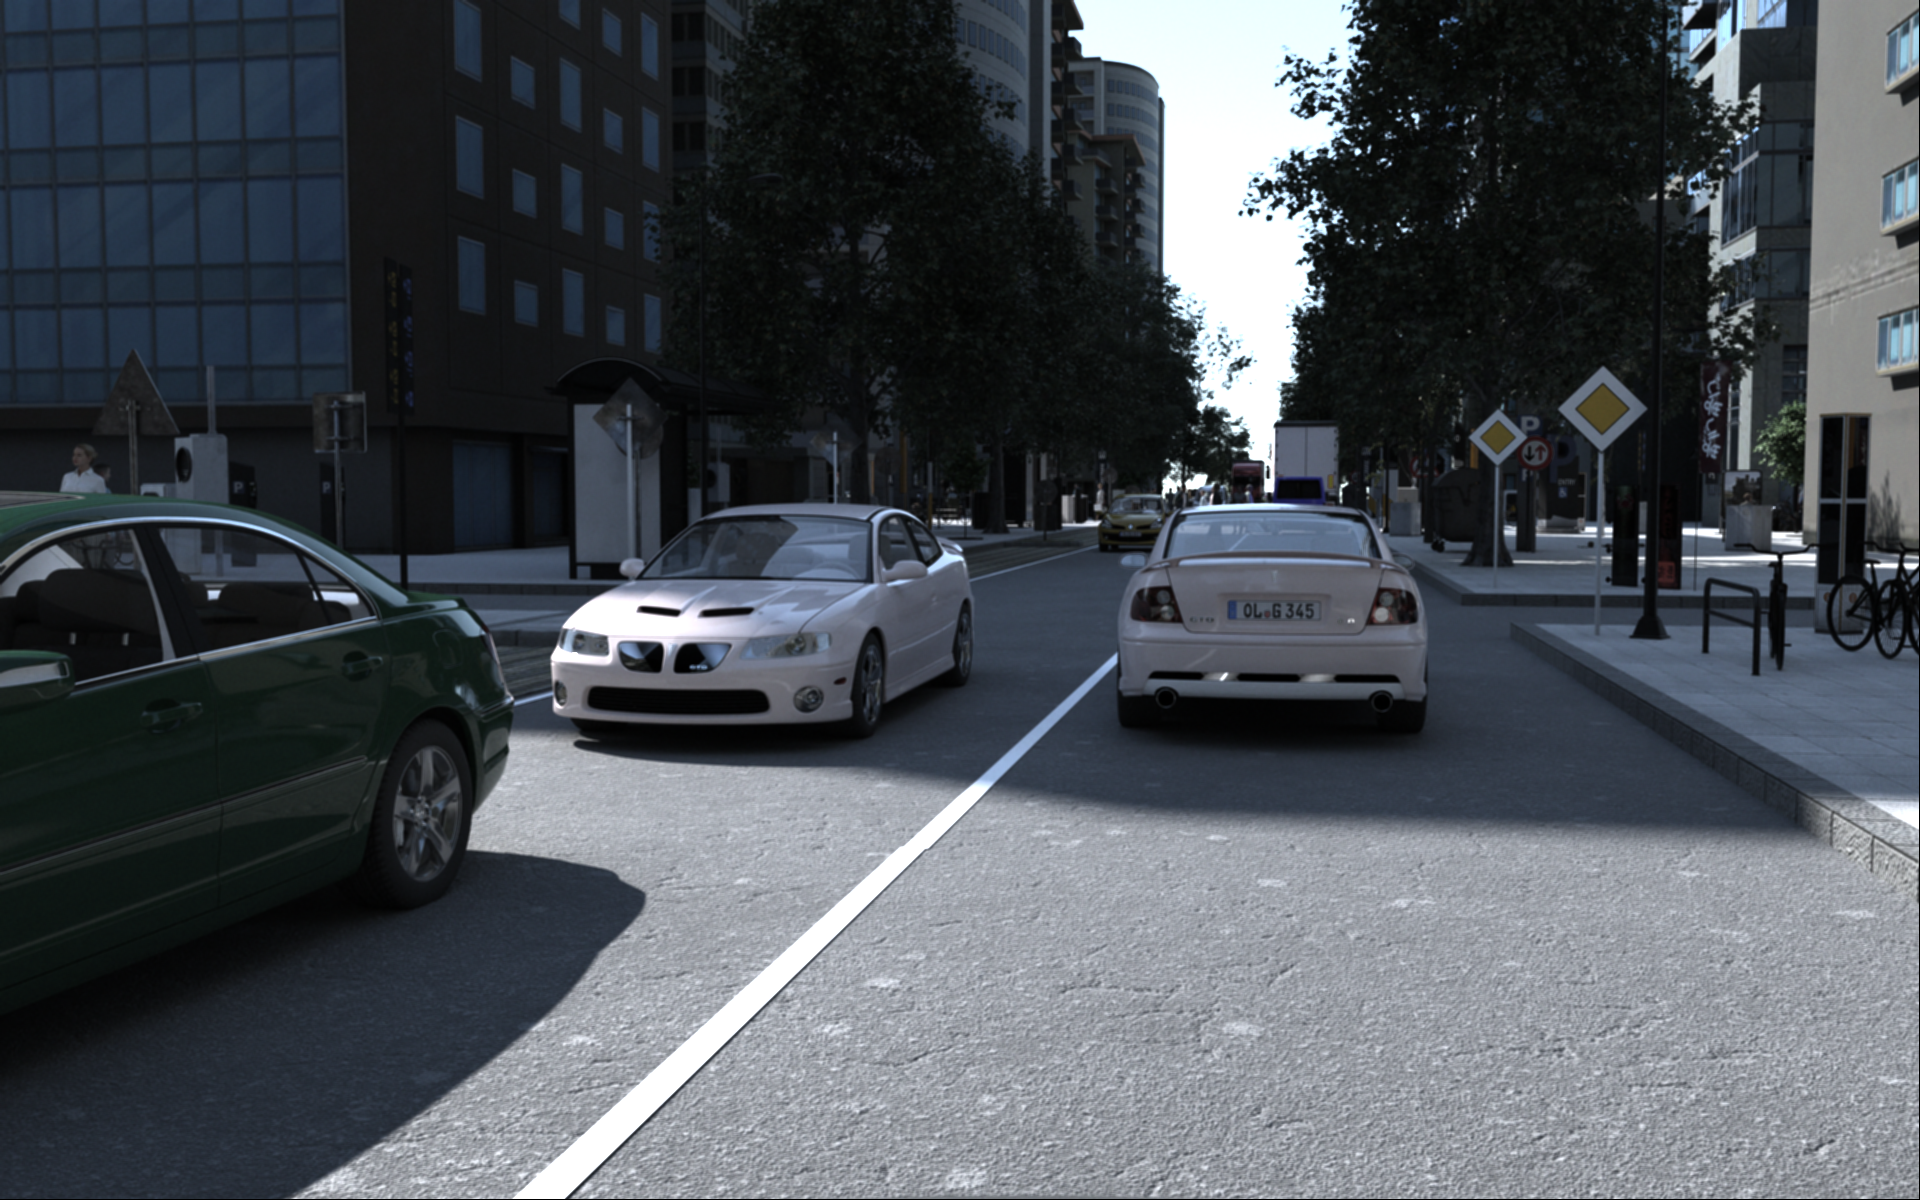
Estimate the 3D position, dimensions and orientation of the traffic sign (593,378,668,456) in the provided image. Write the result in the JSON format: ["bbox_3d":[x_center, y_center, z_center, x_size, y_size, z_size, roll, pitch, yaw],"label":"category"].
[{"bbox_3d":[-3.320,-0.931,17.406,0.795,2.593,0.064,1,4,11],"label":"traffic sign"}]

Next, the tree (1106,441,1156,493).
[{"bbox_3d":[10.438,-7.485,106.089,4.285,4.588,4.351,0,3,0],"label":"tree"}]

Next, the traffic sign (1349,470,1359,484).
[{"bbox_3d":[20.780,-5.543,90.728,0.768,2.556,0.104,1,4,18],"label":"traffic sign"}]

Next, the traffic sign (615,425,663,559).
[{"bbox_3d":[-4.705,-1.540,25.290,0.768,2.556,0.104,1,4,11],"label":"traffic sign"}]

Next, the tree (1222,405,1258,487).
[{"bbox_3d":[36.137,-20.303,238.614,9.857,13.997,8.962,0,3,0],"label":"tree"}]

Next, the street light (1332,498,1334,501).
[{"bbox_3d":[21.093,-7.572,96.347,1.470,5.913,1.316,1,4,11],"label":"street light"}]

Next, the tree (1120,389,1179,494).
[{"bbox_3d":[12.012,-9.933,112.768,4.737,8.622,4.395,0,3,0],"label":"tree"}]

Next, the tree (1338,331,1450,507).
[{"bbox_3d":[15.948,-6.775,61.132,4.737,8.622,4.395,0,3,0],"label":"tree"}]

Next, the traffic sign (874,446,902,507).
[{"bbox_3d":[-1.929,-2.822,46.246,0.768,2.556,0.104,1,4,12],"label":"traffic sign"}]

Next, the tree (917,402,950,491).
[{"bbox_3d":[-0.672,-8.566,90.413,4.360,8.622,3.978,0,3,0],"label":"tree"}]

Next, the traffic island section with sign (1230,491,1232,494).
[{"bbox_3d":[37.339,-13.592,230.861,1.989,1.847,2.006,1,4,11],"label":"traffic island section with sign"}]

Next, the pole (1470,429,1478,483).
[{"bbox_3d":[16.111,-3.699,54.326,0.158,3.312,0.155,0,3,0],"label":"pole"}]

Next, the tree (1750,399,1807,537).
[{"bbox_3d":[25.646,-4.186,52.150,4.285,4.588,4.351,0,3,0],"label":"tree"}]

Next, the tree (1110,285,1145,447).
[{"bbox_3d":[1.243,-8.517,56.259,9.611,12.733,9.660,0,3,0],"label":"tree"}]

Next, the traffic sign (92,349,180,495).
[{"bbox_3d":[-7.414,-0.952,15.573,0.884,2.594,0.081,1,4,12],"label":"traffic sign"}]

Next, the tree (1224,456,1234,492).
[{"bbox_3d":[38.189,-18.337,250.169,4.737,8.622,4.395,0,3,0],"label":"tree"}]

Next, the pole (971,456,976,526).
[{"bbox_3d":[0.543,-4.630,69.543,0.158,3.312,0.155,0,3,0],"label":"pole"}]

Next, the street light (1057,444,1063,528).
[{"bbox_3d":[4.252,-5.672,65.286,1.470,5.913,1.316,1,4,11],"label":"street light"}]

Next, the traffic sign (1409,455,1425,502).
[{"bbox_3d":[14.922,-3.424,56.082,0.768,2.556,0.104,1,4,11],"label":"traffic sign"}]

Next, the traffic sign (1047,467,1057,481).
[{"bbox_3d":[4.304,-4.949,81.025,0.768,2.556,0.104,1,4,15],"label":"traffic sign"}]

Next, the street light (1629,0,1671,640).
[{"bbox_3d":[5.621,-2.620,15.372,1.470,5.913,1.316,1,4,11],"label":"street light"}]

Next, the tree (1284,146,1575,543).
[{"bbox_3d":[12.074,-6.755,44.858,8.767,10.594,7.601,3,4,36],"label":"tree"}]

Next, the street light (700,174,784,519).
[{"bbox_3d":[-3.245,-3.231,25.371,1.470,5.913,1.316,1,4,11],"label":"street light"}]

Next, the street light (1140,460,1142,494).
[{"bbox_3d":[11.066,-7.830,100.554,1.470,5.913,1.316,1,4,11],"label":"street light"}]

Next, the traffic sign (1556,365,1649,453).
[{"bbox_3d":[5.806,-0.823,15.652,0.795,2.593,0.064,1,4,11],"label":"traffic sign"}]

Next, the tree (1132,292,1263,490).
[{"bbox_3d":[21.742,-18.595,159.923,12.611,20.169,13.585,0,3,0],"label":"tree"}]

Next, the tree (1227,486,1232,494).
[{"bbox_3d":[39.699,-15.924,254.951,1.663,3.219,1.824,0,3,0],"label":"tree"}]

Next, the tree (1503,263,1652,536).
[{"bbox_3d":[19.189,-6.226,52.161,4.360,8.622,3.978,0,3,0],"label":"tree"}]

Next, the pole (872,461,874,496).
[{"bbox_3d":[-4.488,-5.772,88.212,0.158,3.312,0.155,0,3,0],"label":"pole"}]

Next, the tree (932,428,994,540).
[{"bbox_3d":[0.248,-3.310,48.724,1.663,3.219,1.824,0,3,0],"label":"tree"}]

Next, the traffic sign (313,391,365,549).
[{"bbox_3d":[-6.223,-0.932,17.367,0.606,2.300,0.079,1,4,17],"label":"traffic sign"}]

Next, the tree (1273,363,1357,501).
[{"bbox_3d":[30.680,-14.452,142.939,9.857,13.997,8.962,0,3,0],"label":"tree"}]

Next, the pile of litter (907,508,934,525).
[{"bbox_3d":[-1.262,-1.749,42.559,1.176,0.858,1.719,0,4,6],"label":"pile of litter"}]

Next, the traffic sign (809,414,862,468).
[{"bbox_3d":[-1.825,-1.410,25.250,0.795,2.593,0.064,1,4,11],"label":"traffic sign"}]

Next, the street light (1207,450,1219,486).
[{"bbox_3d":[26.605,-12.843,182.531,1.470,5.913,1.316,1,4,11],"label":"street light"}]

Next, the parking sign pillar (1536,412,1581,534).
[{"bbox_3d":[19.518,-4.158,56.454,1.447,3.967,1.447,-1,4,-22],"label":"parking sign pillar"}]

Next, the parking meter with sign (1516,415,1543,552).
[{"bbox_3d":[12.752,-2.607,38.880,0.543,3.016,1.738,1,4,17],"label":"parking meter with sign"}]

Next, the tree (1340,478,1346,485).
[{"bbox_3d":[47.403,-18.893,227.035,7.486,12.596,7.792,0,3,0],"label":"tree"}]

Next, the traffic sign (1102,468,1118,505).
[{"bbox_3d":[7.226,-5.101,83.504,0.768,2.556,0.104,1,4,20],"label":"traffic sign"}]

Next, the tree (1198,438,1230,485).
[{"bbox_3d":[30.637,-15.967,211.416,4.360,8.622,3.978,0,3,0],"label":"tree"}]

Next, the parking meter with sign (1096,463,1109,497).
[{"bbox_3d":[7.925,-6.196,97.569,0.543,3.016,1.738,-1,4,-15],"label":"parking meter with sign"}]

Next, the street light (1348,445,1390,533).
[{"bbox_3d":[13.428,-5.142,56.607,1.470,5.913,1.316,1,4,11],"label":"street light"}]

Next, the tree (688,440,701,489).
[{"bbox_3d":[-8.563,-3.608,53.585,1.663,3.219,1.824,0,3,0],"label":"tree"}]

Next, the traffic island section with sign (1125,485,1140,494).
[{"bbox_3d":[7.366,-3.979,73.692,1.989,1.847,2.006,1,4,11],"label":"traffic island section with sign"}]

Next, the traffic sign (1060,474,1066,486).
[{"bbox_3d":[4.955,-5.142,86.199,0.606,2.300,0.079,1,4,11],"label":"traffic sign"}]

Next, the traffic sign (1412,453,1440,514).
[{"bbox_3d":[14.684,-3.336,54.549,0.884,2.594,0.081,1,4,12],"label":"traffic sign"}]

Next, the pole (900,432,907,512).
[{"bbox_3d":[-1.669,-3.510,51.236,0.158,3.312,0.155,0,3,0],"label":"pole"}]

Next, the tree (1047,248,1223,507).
[{"bbox_3d":[8.167,-11.275,90.997,9.857,13.997,8.962,0,3,0],"label":"tree"}]

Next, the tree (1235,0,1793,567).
[{"bbox_3d":[9.503,-6.952,30.670,9.611,12.733,9.660,0,3,0],"label":"tree"}]

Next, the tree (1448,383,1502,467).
[{"bbox_3d":[27.179,-8.582,90.677,4.360,8.622,3.978,0,3,0],"label":"tree"}]

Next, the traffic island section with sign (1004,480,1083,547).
[{"bbox_3d":[2.324,-2.360,47.211,1.989,1.847,2.006,1,4,11],"label":"traffic island section with sign"}]

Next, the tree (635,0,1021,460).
[{"bbox_3d":[-2.178,-7.258,35.678,9.611,12.733,9.660,0,3,0],"label":"tree"}]

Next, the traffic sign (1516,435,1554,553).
[{"bbox_3d":[12.480,-2.296,37.645,0.768,2.556,0.104,1,4,18],"label":"traffic sign"}]

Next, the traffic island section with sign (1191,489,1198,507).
[{"bbox_3d":[16.759,-6.991,122.931,1.989,1.847,2.006,1,4,11],"label":"traffic island section with sign"}]

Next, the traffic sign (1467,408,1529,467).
[{"bbox_3d":[7.301,-1.303,23.496,0.795,2.593,0.064,1,4,11],"label":"traffic sign"}]

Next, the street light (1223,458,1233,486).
[{"bbox_3d":[34.327,-15.273,222.261,1.470,5.913,1.316,1,4,11],"label":"street light"}]
